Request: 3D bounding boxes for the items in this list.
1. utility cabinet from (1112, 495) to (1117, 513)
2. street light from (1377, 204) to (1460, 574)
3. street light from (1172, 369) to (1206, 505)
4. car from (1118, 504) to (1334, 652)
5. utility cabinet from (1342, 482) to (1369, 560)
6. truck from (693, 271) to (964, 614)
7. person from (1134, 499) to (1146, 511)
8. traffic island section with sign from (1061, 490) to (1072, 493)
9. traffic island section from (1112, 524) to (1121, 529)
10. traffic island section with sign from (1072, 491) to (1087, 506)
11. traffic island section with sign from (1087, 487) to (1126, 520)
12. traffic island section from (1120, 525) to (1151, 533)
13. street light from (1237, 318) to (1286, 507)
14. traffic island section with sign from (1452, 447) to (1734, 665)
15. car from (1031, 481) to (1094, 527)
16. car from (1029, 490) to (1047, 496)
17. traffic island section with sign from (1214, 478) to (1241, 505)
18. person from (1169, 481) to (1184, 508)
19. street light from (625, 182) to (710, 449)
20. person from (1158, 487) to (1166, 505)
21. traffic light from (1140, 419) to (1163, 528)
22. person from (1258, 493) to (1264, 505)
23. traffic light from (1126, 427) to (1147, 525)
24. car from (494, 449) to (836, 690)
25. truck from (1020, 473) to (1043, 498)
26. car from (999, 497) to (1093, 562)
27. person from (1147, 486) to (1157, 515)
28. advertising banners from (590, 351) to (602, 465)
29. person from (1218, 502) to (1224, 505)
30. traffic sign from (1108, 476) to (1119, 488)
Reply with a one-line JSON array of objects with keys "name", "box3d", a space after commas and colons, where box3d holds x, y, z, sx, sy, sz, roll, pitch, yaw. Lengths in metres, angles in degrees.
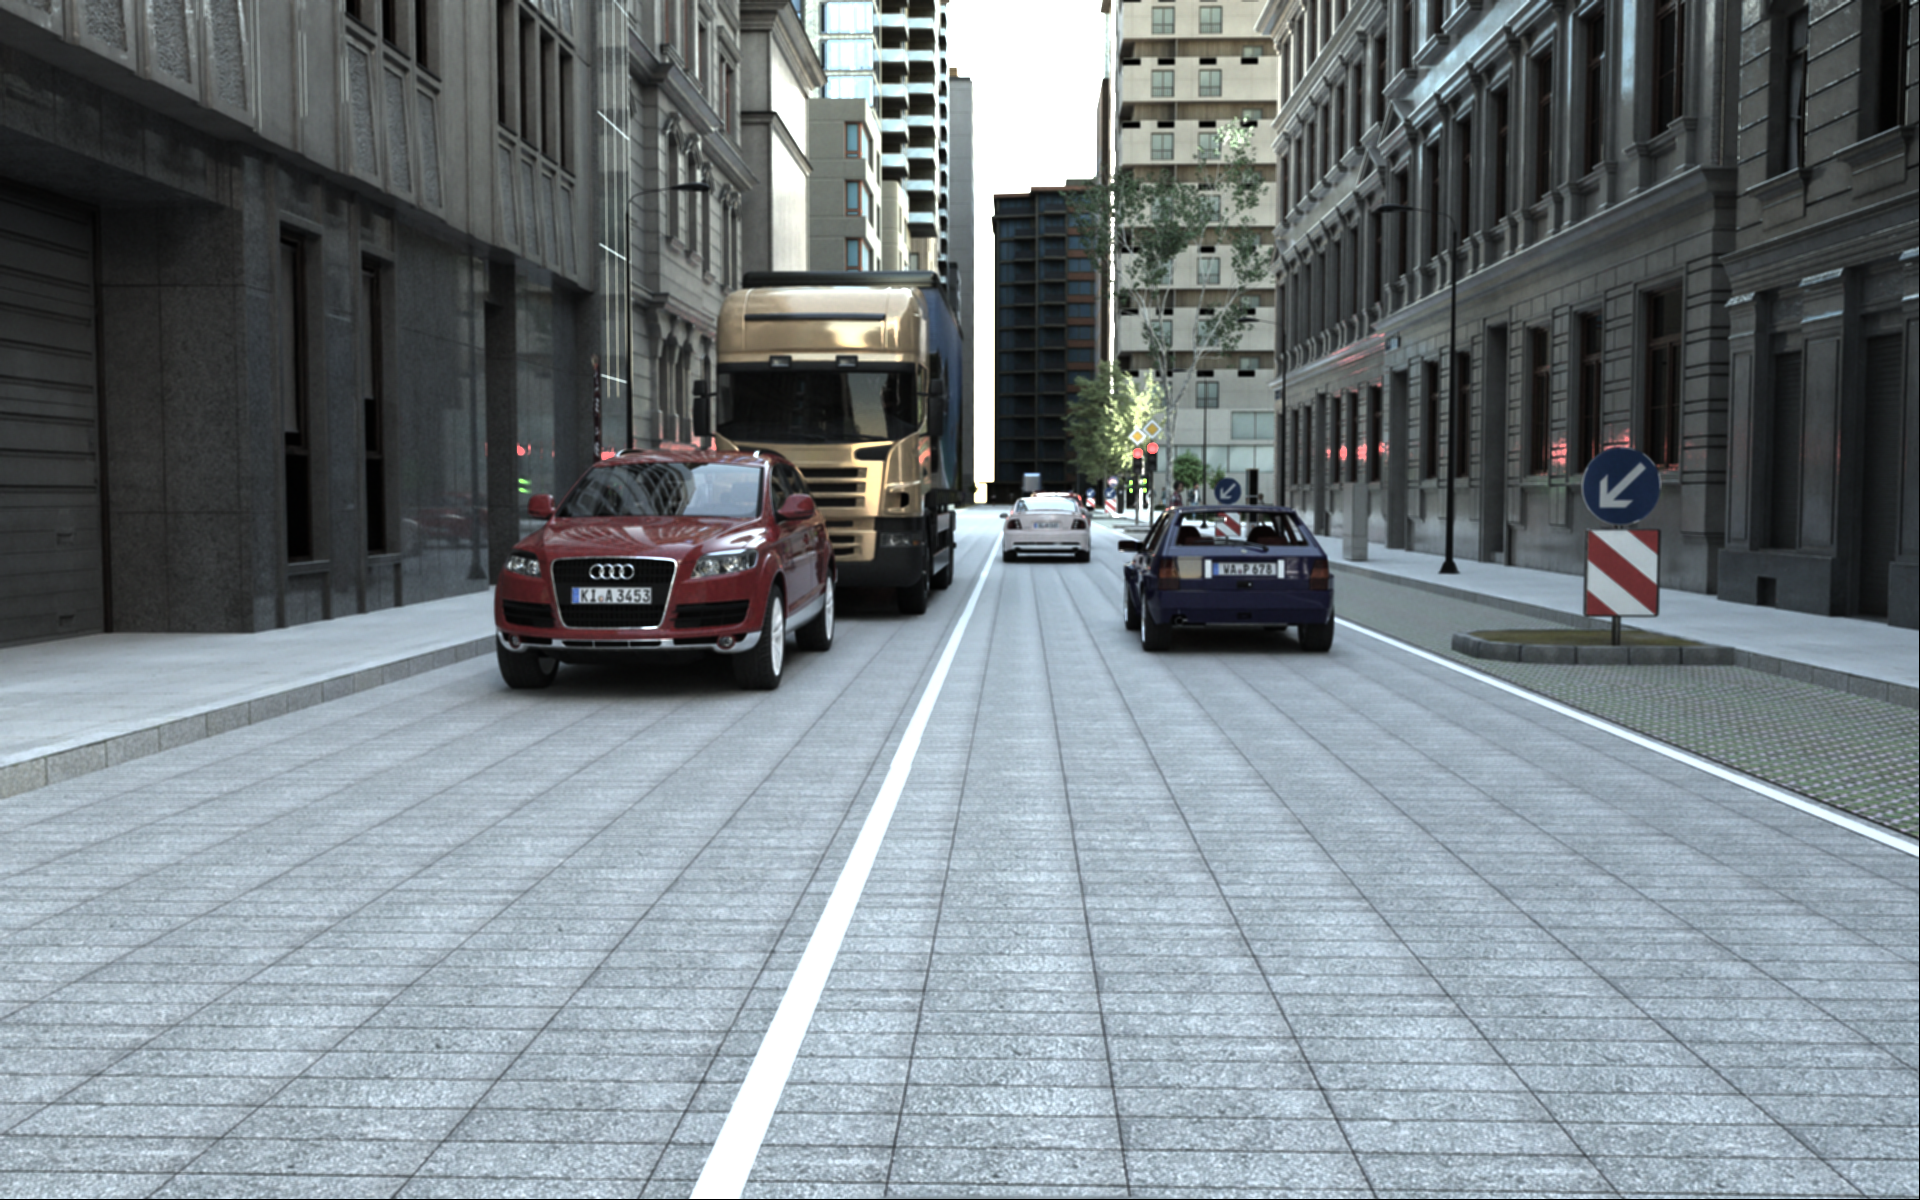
[{"name": "utility cabinet", "box3d": [10.689, -6.654, 119.948, 0.306, 1.237, 1.020, -1, 4, -8]}, {"name": "street light", "box3d": [7.377, -3.385, 27.887, 1.470, 5.913, 1.316, 0, 4, 2]}, {"name": "street light", "box3d": [8.555, -5.614, 64.334, 1.470, 5.913, 1.316, 0, 4, 2]}, {"name": "car", "box3d": [2.567, -0.278, 17.123, 1.945, 1.354, 3.894, 0, 4, 2]}, {"name": "utility cabinet", "box3d": [7.670, -1.522, 33.556, 0.318, 1.500, 1.173, 0, 4, 4]}, {"name": "truck", "box3d": [-1.412, -2.152, 24.101, 2.839, 4.237, 11.283, 0, 4, 2]}, {"name": "person", "box3d": [13.545, -7.288, 130.692, 1.012, 1.151, 0.738, 0, 4, 0]}, {"name": "traffic island section with sign", "box3d": [11.897, -11.843, 202.257, 1.989, 1.847, 2.006, 0, 4, 2]}, {"name": "traffic island section", "box3d": [7.444, -3.080, 72.646, 2.009, 0.180, 2.903, 0, 4, 2]}, {"name": "traffic island section with sign", "box3d": [9.228, -7.070, 124.219, 1.989, 1.847, 2.006, 0, 4, 2]}, {"name": "traffic island section with sign", "box3d": [8.290, -5.419, 97.233, 1.989, 1.847, 2.006, 0, 4, 2]}, {"name": "traffic island section", "box3d": [7.170, -2.592, 64.665, 2.009, 0.180, 2.903, 0, 4, 2]}, {"name": "street light", "box3d": [7.997, -4.476, 45.722, 1.470, 5.913, 1.316, 0, 4, 2]}, {"name": "traffic island section with sign", "box3d": [5.483, -0.411, 15.355, 1.989, 1.847, 2.006, 0, 4, 2]}, {"name": "car", "box3d": [2.554, -2.295, 46.571, 2.155, 1.783, 4.494, 0, 4, 2]}, {"name": "car", "box3d": [8.445, -10.678, 183.262, 2.281, 1.827, 5.304, 0, 4, 3]}, {"name": "traffic island section with sign", "box3d": [6.430, -2.096, 42.892, 1.989, 1.847, 2.006, 0, 4, 2]}, {"name": "person", "box3d": [4.774, -1.790, 38.597, 0.643, 1.720, 0.563, 1, 4, 13]}, {"name": "street light", "box3d": [-4.430, -3.269, 25.997, 1.470, 5.913, 1.316, 0, 4, 2]}, {"name": "person", "box3d": [16.342, -8.134, 139.023, 0.794, 1.824, 0.713, -2, 4, -34]}, {"name": "traffic light", "box3d": [7.130, -4.626, 64.553, 0.839, 4.253, 0.868, 0, 4, 2]}, {"name": "person", "box3d": [9.675, -2.777, 55.716, 0.640, 1.303, 0.475, 0, 4, -1]}, {"name": "traffic light", "box3d": [7.404, -5.114, 72.533, 0.839, 4.253, 0.868, 0, 4, 2]}, {"name": "car", "box3d": [-2.258, -0.350, 14.402, 2.281, 1.827, 5.304, 0, 4, 3]}, {"name": "truck", "box3d": [9.095, -13.823, 215.758, 2.967, 4.110, 18.799, 0, 4, 1]}, {"name": "car", "box3d": [1.886, -1.561, 37.892, 2.083, 1.381, 4.827, 0, 4, 3]}, {"name": "person", "box3d": [11.604, -6.007, 104.441, 0.661, 1.801, 0.590, 1, 4, 21]}, {"name": "advertising banners", "box3d": [-4.518, -1.598, 22.315, 0.090, 3.025, 2.074, 0, 4, 0]}, {"name": "person", "box3d": [10.310, -3.601, 67.920, 0.362, 1.759, 0.519, 1, 4, 15]}, {"name": "traffic sign", "box3d": [10.841, -7.483, 122.453, 0.768, 2.556, 0.104, 0, 4, 4]}]
